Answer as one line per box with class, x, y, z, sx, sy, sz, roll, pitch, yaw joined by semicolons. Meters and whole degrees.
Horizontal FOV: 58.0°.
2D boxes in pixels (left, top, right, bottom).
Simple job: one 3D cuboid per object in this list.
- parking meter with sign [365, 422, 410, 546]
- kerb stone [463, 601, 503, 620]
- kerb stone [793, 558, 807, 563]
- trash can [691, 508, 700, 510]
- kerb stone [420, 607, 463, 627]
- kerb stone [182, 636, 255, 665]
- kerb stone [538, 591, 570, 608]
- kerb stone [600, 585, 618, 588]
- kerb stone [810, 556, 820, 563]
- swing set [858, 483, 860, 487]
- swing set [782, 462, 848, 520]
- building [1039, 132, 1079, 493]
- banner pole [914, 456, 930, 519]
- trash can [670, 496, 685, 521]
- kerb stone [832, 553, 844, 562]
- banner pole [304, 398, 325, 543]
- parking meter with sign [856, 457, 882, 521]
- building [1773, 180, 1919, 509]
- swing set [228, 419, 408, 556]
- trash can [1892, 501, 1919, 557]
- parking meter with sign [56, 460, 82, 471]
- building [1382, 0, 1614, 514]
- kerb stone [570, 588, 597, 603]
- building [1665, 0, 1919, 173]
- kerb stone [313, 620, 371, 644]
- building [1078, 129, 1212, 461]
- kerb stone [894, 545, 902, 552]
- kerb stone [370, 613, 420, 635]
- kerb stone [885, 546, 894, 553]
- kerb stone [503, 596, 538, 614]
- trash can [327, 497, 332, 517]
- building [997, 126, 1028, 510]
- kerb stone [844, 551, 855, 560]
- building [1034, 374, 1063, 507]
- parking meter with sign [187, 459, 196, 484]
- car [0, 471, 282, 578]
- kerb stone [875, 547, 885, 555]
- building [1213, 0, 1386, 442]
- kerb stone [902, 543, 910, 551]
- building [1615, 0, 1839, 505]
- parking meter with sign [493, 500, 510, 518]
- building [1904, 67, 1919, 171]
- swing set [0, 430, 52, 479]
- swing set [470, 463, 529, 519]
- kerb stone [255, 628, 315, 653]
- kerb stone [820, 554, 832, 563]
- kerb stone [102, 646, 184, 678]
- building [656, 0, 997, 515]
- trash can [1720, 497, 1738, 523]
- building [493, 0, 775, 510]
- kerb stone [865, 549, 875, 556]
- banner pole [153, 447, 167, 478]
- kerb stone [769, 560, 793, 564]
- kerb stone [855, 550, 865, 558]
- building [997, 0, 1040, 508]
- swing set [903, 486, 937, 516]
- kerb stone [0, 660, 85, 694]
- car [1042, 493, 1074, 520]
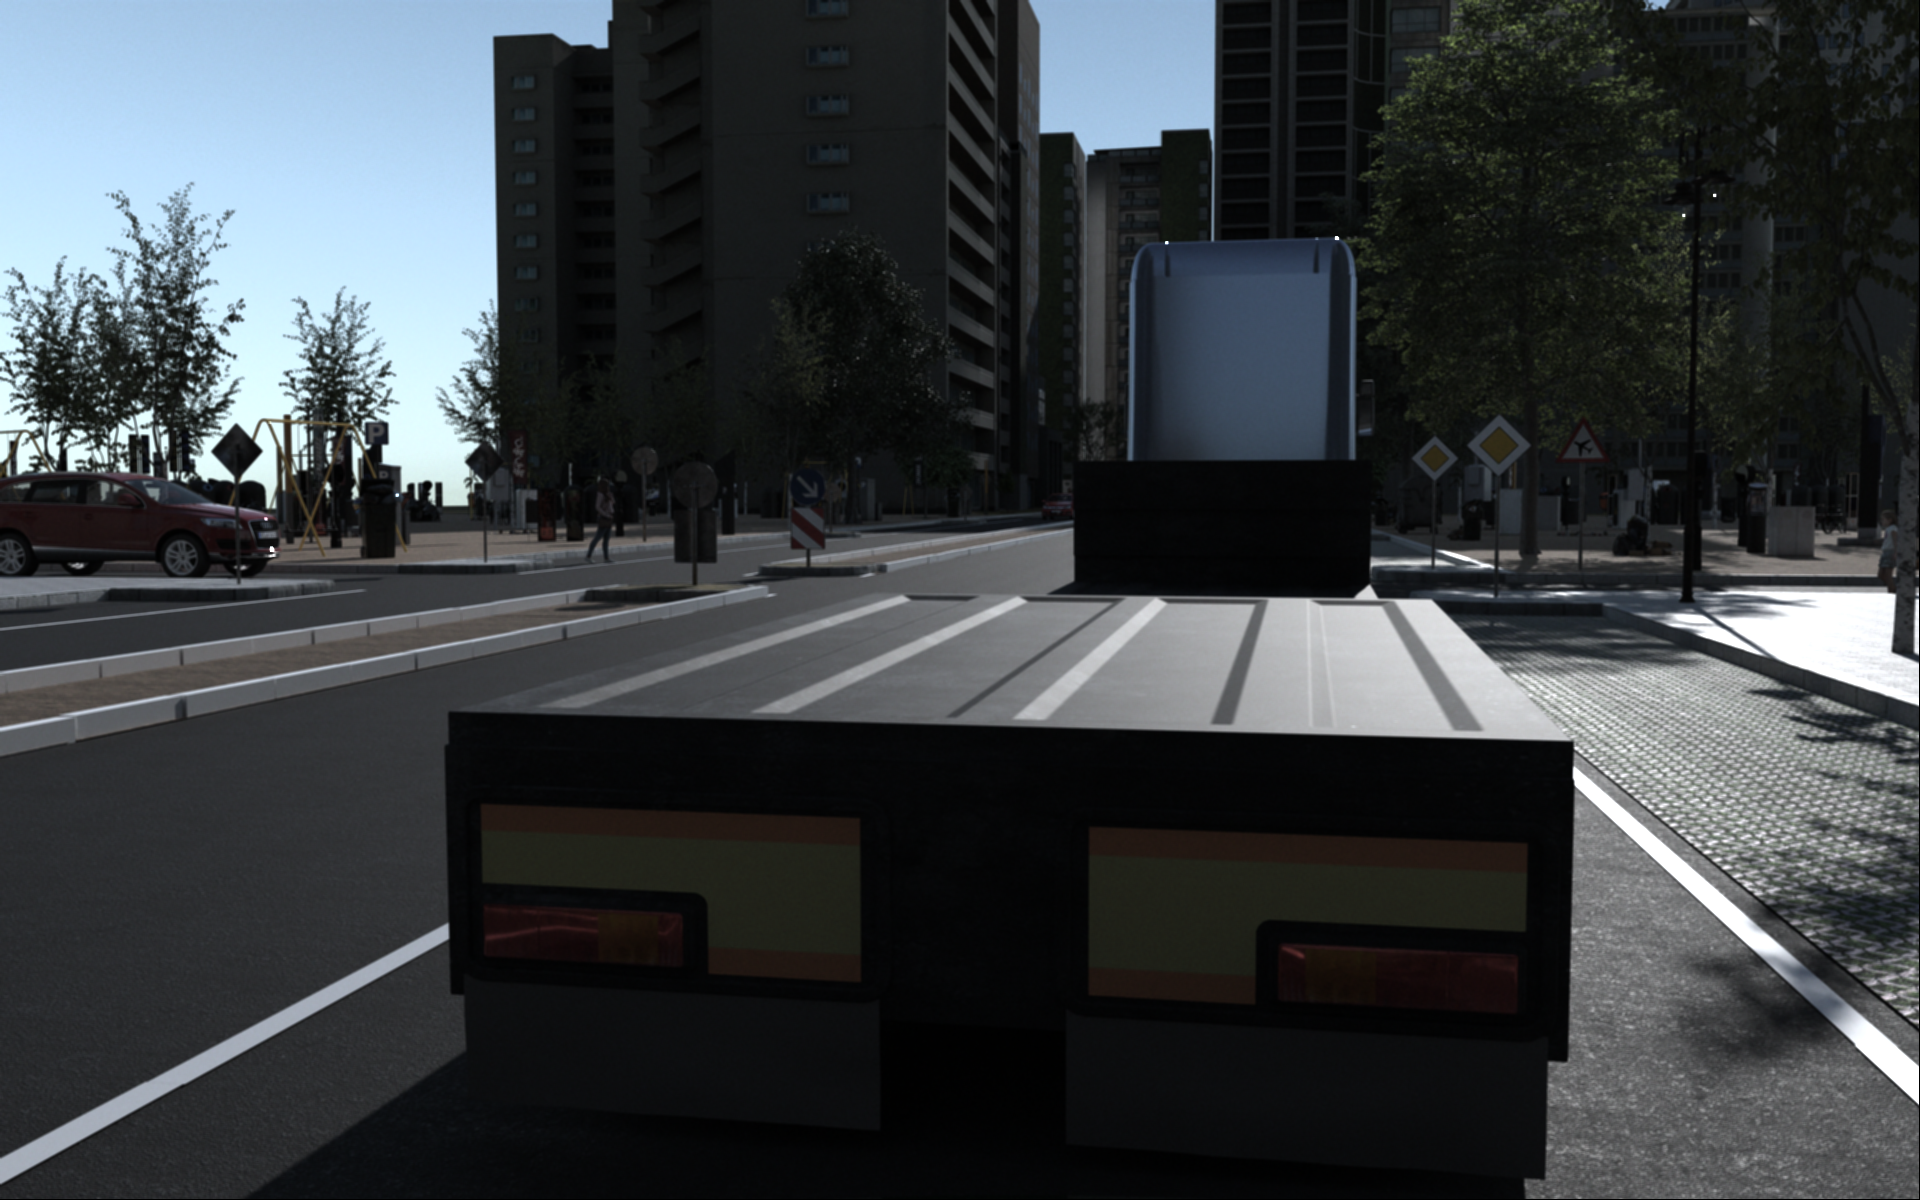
parking meter with sign;-14.103;-2.848;42.825;0.543;3.016;1.738;0;4;1
kerb stone;-5.576;0.143;19.969;0.120;0.150;1.000;1;4;10
kerb stone;-3.215;-0.701;33.653;0.120;0.150;1.000;1;4;10
trash can;-13.091;-4.498;85.188;0.748;1.137;0.748;0;3;0
kerb stone;-5.749;0.198;18.962;0.120;0.150;1.000;1;4;10
kerb stone;-6.446;0.444;14.932;0.120;0.150;1.000;1;4;10
kerb stone;-5.243;0.013;21.990;0.120;0.150;1.000;1;4;10
kerb stone;-4.878;-0.106;24.006;0.120;0.150;1.000;1;4;10
kerb stone;-3.044;-0.763;34.665;0.120;0.150;1.000;1;4;10
swing set;-7.178;-6.707;107.285;2.862;2.851;3.119;1;4;15
swing set;-7.147;-5.325;84.682;3.119;2.851;2.862;-1;4;-17
building;6.916;-31.584;199.993;14.086;41.232;14.154;1;4;10
banner pole;-1.980;-6.056;89.032;0.863;3.779;0.401;0;4;-2
trash can;-13.717;-4.425;84.005;0.748;1.137;0.748;0;3;0
kerb stone;-2.688;-0.886;36.685;0.120;0.150;1.000;1;4;10
banner pole;-16.754;-3.363;45.005;0.863;3.779;0.401;2;4;32
parking meter with sign;-4.345;-5.243;81.988;0.543;3.016;1.738;2;4;33
building;81.488;-23.720;159.525;14.107;30.474;14.160;1;4;10
swing set;-14.035;-2.419;37.176;2.862;2.851;3.119;1;4;17
trash can;19.503;-1.459;35.504;0.748;1.137;0.748;0;3;0
parking meter with sign;-45.811;-5.723;89.840;1.738;3.016;0.543;-1;4;-17
building;36.060;-26.609;118.657;14.154;41.232;14.086;1;4;10
kerb stone;-5.063;-0.049;22.996;0.120;0.150;1.000;1;4;10
building;92.459;-39.521;188.165;28.212;58.520;21.231;1;4;10
kerb stone;-6.104;0.321;16.949;0.120;0.150;1.000;1;4;10
building;21.611;-31.473;198.175;14.086;41.232;14.154;1;4;10
kerb stone;-1.651;-1.255;42.742;0.120;0.150;1.000;1;4;10
kerb stone;-5.924;0.259;17.955;0.120;0.150;1.000;1;4;10
kerb stone;-1.824;-1.194;41.731;0.120;0.150;1.000;1;4;10
kerb stone;-5.412;0.074;20.982;0.120;0.150;1.000;1;4;10
trash can;-35.218;-5.208;96.807;0.748;1.137;0.748;0;3;0
building;-2.477;-22.343;137.002;14.160;30.474;14.107;1;4;10
kerb stone;-2.519;-0.941;37.694;0.120;0.150;1.000;1;4;10
building;-6.522;-52.344;168.503;31.000;86.520;22.319;1;4;10
parking meter with sign;-37.922;-5.461;85.550;0.543;3.016;1.738;-2;4;-33
car;-14.286;-1.287;29.710;5.304;1.827;2.281;1;4;9
kerb stone;-1.988;-1.130;40.721;0.120;0.150;1.000;1;4;10
building;39.497;-46.405;196.971;20.611;71.187;20.563;1;4;10
kerb stone;-1.473;-1.318;43.751;0.120;0.150;1.000;1;4;10
building;47.685;-27.162;135.972;32.217;40.220;23.993;1;4;10
parking meter with sign;-24.395;-5.861;92.082;0.543;3.016;1.738;-3;5;-45
building;95.574;-29.002;157.780;14.086;41.232;14.154;1;4;10
swing set;-23.685;-2.776;43.007;3.119;2.851;2.862;3;5;41
swing set;-23.379;-5.500;87.548;3.119;2.851;2.862;-1;4;-15
kerb stone;-6.285;0.386;15.942;0.120;0.150;1.000;1;4;10
kerb stone;-2.869;-0.824;35.672;0.120;0.150;1.000;1;4;10
kerb stone;-6.626;0.508;13.926;0.120;0.150;1.000;1;4;10
building;-9.555;-30.298;119.078;21.300;48.544;21.600;1;4;10
trash can;34.424;-4.033;77.593;0.748;1.137;0.748;0;3;0
building;-32.548;-33.743;175.397;21.600;48.544;21.300;1;4;10
kerb stone;-2.172;-1.072;39.716;0.120;0.150;1.000;1;4;10
banner pole;-42.053;-6.193;91.274;0.863;3.779;0.401;-2;4;-30
kerb stone;-3.394;-0.636;32.644;0.120;0.150;1.000;1;4;10
kerb stone;-2.345;-1.010;38.701;0.120;0.150;1.000;1;4;10
building;-0.851;-30.621;150.756;14.600;45.320;14.200;1;4;10
swing set;-1.862;-6.546;104.651;3.119;2.851;2.862;1;4;10
kerb stone;-6.802;0.568;12.917;0.120;0.150;1.000;1;4;10
car;5.743;-5.415;97.579;2.155;1.783;4.494;1;4;12
